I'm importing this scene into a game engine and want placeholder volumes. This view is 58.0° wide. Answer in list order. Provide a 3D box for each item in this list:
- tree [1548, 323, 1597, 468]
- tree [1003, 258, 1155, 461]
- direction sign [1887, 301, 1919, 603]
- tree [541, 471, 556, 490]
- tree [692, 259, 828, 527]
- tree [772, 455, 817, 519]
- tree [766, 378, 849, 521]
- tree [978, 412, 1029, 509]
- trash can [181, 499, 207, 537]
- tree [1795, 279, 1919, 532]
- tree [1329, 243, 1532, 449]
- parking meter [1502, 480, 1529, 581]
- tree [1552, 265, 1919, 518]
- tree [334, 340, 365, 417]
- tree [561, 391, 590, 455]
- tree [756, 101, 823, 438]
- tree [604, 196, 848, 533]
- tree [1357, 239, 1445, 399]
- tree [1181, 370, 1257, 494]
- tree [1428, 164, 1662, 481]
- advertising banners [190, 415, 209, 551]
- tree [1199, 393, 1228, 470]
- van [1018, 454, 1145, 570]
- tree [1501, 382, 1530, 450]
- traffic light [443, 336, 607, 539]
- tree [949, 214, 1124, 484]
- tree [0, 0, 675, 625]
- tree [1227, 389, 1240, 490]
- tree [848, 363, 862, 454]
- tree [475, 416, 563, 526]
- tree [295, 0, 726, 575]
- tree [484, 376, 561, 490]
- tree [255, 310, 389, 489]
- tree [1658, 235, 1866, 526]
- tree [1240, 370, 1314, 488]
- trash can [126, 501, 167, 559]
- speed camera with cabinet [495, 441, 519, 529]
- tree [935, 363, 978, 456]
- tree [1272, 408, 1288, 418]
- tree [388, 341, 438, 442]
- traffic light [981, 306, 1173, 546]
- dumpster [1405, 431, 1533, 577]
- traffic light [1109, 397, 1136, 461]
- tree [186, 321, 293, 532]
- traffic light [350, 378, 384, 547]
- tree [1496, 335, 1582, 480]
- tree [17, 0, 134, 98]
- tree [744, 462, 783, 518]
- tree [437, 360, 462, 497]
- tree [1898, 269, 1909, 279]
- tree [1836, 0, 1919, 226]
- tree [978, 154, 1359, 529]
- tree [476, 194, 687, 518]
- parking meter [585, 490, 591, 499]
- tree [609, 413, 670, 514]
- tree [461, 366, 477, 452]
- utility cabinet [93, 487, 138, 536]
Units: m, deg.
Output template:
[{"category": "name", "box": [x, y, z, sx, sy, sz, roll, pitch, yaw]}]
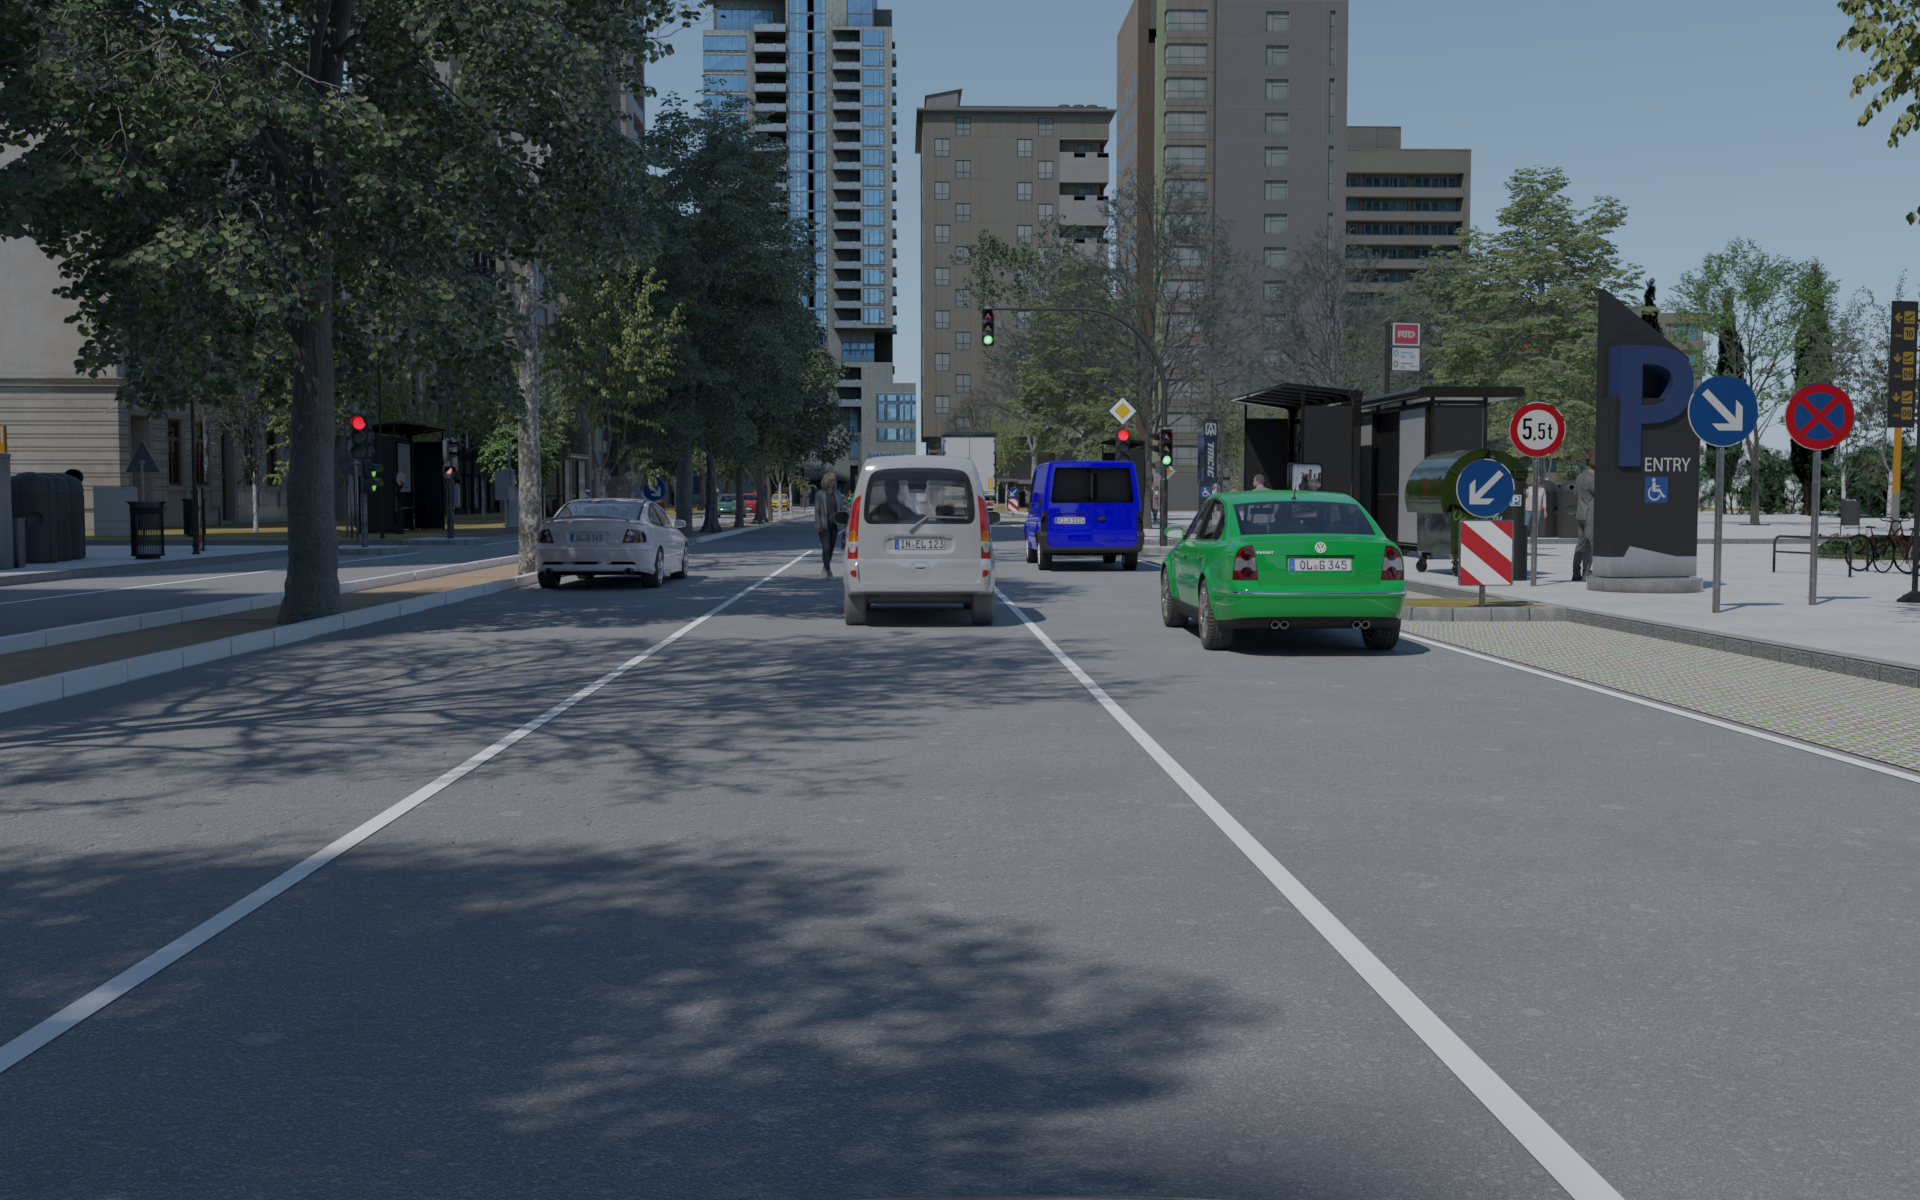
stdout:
[{"category": "tree", "box": [25.506, -7.286, 69.486, 4.360, 8.622, 3.978, 0, 3, 0]}, {"category": "tree", "box": [5.974, -10.131, 83.765, 7.486, 12.596, 7.792, 0, 3, 0]}, {"category": "direction sign", "box": [11.334, -1.741, 20.460, 0.876, 3.537, 0.379, -1, 4, -13]}, {"category": "tree", "box": [-18.406, -4.886, 74.486, 1.663, 3.219, 1.824, 0, 3, 0]}, {"category": "tree", "box": [-9.584, -9.401, 74.297, 7.486, 12.596, 7.792, 0, 3, 0]}, {"category": "tree", "box": [-10.663, -9.574, 109.351, 4.737, 8.622, 4.395, 0, 3, 0]}, {"category": "tree", "box": [-10.011, -9.468, 91.676, 8.767, 10.594, 7.601, 0, 4, -2]}, {"category": "tree", "box": [3.243, -12.783, 159.359, 4.737, 8.622, 4.395, 0, 3, 0]}, {"category": "trash can", "box": [-23.025, -2.472, 52.075, 0.748, 1.137, 0.748, 0, 3, 0]}, {"category": "tree", "box": [32.108, -6.854, 62.429, 4.360, 8.622, 3.978, 0, 3, 0]}, {"category": "tree", "box": [25.035, -11.182, 89.476, 9.857, 13.997, 8.962, 0, 3, 0]}, {"category": "parking meter", "box": [8.234, -1.057, 25.700, 0.372, 1.533, 0.369, 0, 3, 0]}, {"category": "tree", "box": [47.153, -12.652, 108.680, 18.604, 14.587, 13.155, 0, 4, -2]}, {"category": "tree", "box": [-25.986, -7.256, 68.992, 4.360, 8.622, 3.978, 0, 3, 0]}, {"category": "tree", "box": [-26.940, -10.247, 117.907, 4.360, 8.622, 3.978, 0, 3, 0]}, {"category": "tree", "box": [-8.654, -8.844, 53.716, 9.857, 13.997, 8.962, 0, 3, 0]}, {"category": "tree", "box": [-9.243, -8.847, 64.111, 9.611, 12.733, 9.660, 0, 3, 0]}, {"category": "tree", "box": [17.022, -10.239, 77.781, 12.009, 13.543, 11.850, 0, 3, 0]}, {"category": "tree", "box": [14.212, -8.815, 94.487, 4.360, 8.622, 3.978, 0, 3, 0]}, {"category": "tree", "box": [20.327, -8.715, 60.621, 7.486, 12.596, 7.792, 0, 3, 0]}, {"category": "advertising banners", "box": [-17.151, -2.624, 39.089, 0.090, 3.025, 2.074, -2, 4, -33]}, {"category": "tree", "box": [18.716, -10.350, 119.589, 4.737, 8.622, 4.395, 0, 3, 0]}, {"category": "van", "box": [2.355, -1.824, 34.199, 2.240, 2.365, 5.245, 0, 4, -1]}, {"category": "tree", "box": [31.095, -9.145, 99.875, 4.360, 8.622, 3.978, 0, 3, 0]}, {"category": "traffic light", "box": [-12.560, -4.599, 49.861, 4.771, 5.953, 1.251, 0, 4, -2]}, {"category": "tree", "box": [6.258, -15.847, 114.987, 12.611, 20.169, 13.585, 0, 3, 0]}, {"category": "tree", "box": [-7.182, -6.709, 18.800, 9.857, 13.997, 8.962, 0, 3, 0]}, {"category": "tree", "box": [19.635, -9.765, 110.015, 4.737, 8.622, 4.395, 0, 3, 0]}, {"category": "tree", "box": [-9.586, -9.998, 82.930, 9.611, 12.733, 9.660, 0, 3, 0]}, {"category": "tree", "box": [-17.999, -5.310, 70.528, 4.285, 4.588, 4.351, 0, 3, 0]}, {"category": "tree", "box": [-8.789, -10.538, 30.651, 12.611, 20.169, 13.585, 0, 3, 0]}, {"category": "tree", "box": [-26.123, -9.295, 102.342, 4.360, 8.622, 3.978, 0, 3, 0]}, {"category": "tree", "box": [-24.055, -6.932, 63.695, 4.737, 8.622, 4.395, 0, 3, 0]}, {"category": "tree", "box": [32.385, -8.861, 70.640, 9.928, 11.665, 9.643, 0, 3, 0]}, {"category": "tree", "box": [19.637, -9.211, 100.957, 4.737, 8.622, 4.395, 0, 3, 0]}, {"category": "trash can", "box": [-16.022, -1.376, 34.146, 0.748, 1.137, 0.748, 0, 3, 0]}, {"category": "speed camera with cabinet", "box": [-16.931, -4.339, 65.273, 0.660, 3.252, 2.038, 0, 4, 4]}, {"category": "tree", "box": [5.469, -11.317, 95.408, 12.009, 13.543, 11.850, 0, 3, 0]}, {"category": "tree", "box": [23.411, -10.632, 124.197, 4.360, 8.622, 3.978, 0, 3, 0]}, {"category": "tree", "box": [-25.438, -7.595, 74.542, 4.737, 8.622, 4.395, 0, 3, 0]}, {"category": "traffic light", "box": [2.885, -4.132, 42.232, 4.771, 5.953, 1.251, 0, 4, -2]}, {"category": "dumpster", "box": [8.092, -1.532, 27.547, 1.502, 2.255, 1.985, 0, 4, -2]}, {"category": "traffic light", "box": [4.702, -3.762, 50.424, 0.839, 4.253, 0.868, 0, 4, -2]}, {"category": "tree", "box": [-23.921, -6.582, 57.974, 4.360, 8.622, 3.978, 0, 3, 0]}, {"category": "traffic light", "box": [-14.377, -3.233, 41.775, 0.839, 4.253, 0.868, 0, 4, -2]}, {"category": "tree", "box": [26.357, -7.814, 78.125, 4.737, 8.622, 4.395, 0, 3, 0]}, {"category": "tree", "box": [-7.090, -5.779, 7.320, 12.009, 13.543, 11.850, 0, 3, 0]}, {"category": "tree", "box": [-10.917, -9.279, 104.534, 4.360, 8.622, 3.978, 0, 3, 0]}, {"category": "tree", "box": [-26.233, -8.097, 82.746, 4.737, 8.622, 4.395, 0, 3, 0]}, {"category": "tree", "box": [31.278, -6.565, 57.702, 4.360, 8.622, 3.978, 0, 3, 0]}, {"category": "tree", "box": [8.906, -3.906, 14.233, 4.737, 8.622, 4.395, 0, 3, 0]}, {"category": "tree", "box": [6.946, -9.351, 63.262, 12.009, 13.543, 11.850, 0, 3, 0]}, {"category": "tree", "box": [-8.257, -5.319, 39.783, 4.737, 8.622, 4.395, 0, 3, 0]}, {"category": "parking meter", "box": [-20.955, -5.450, 97.522, 0.372, 1.533, 0.369, 0, 3, 0]}, {"category": "tree", "box": [-19.361, -11.417, 112.422, 9.928, 11.665, 9.643, 0, 3, 0]}, {"category": "tree", "box": [-19.642, -7.884, 79.263, 4.737, 8.622, 4.395, 0, 3, 0]}, {"category": "utility cabinet", "box": [-25.380, -2.655, 52.091, 1.173, 1.500, 0.318, -1, 4, -14]}]
